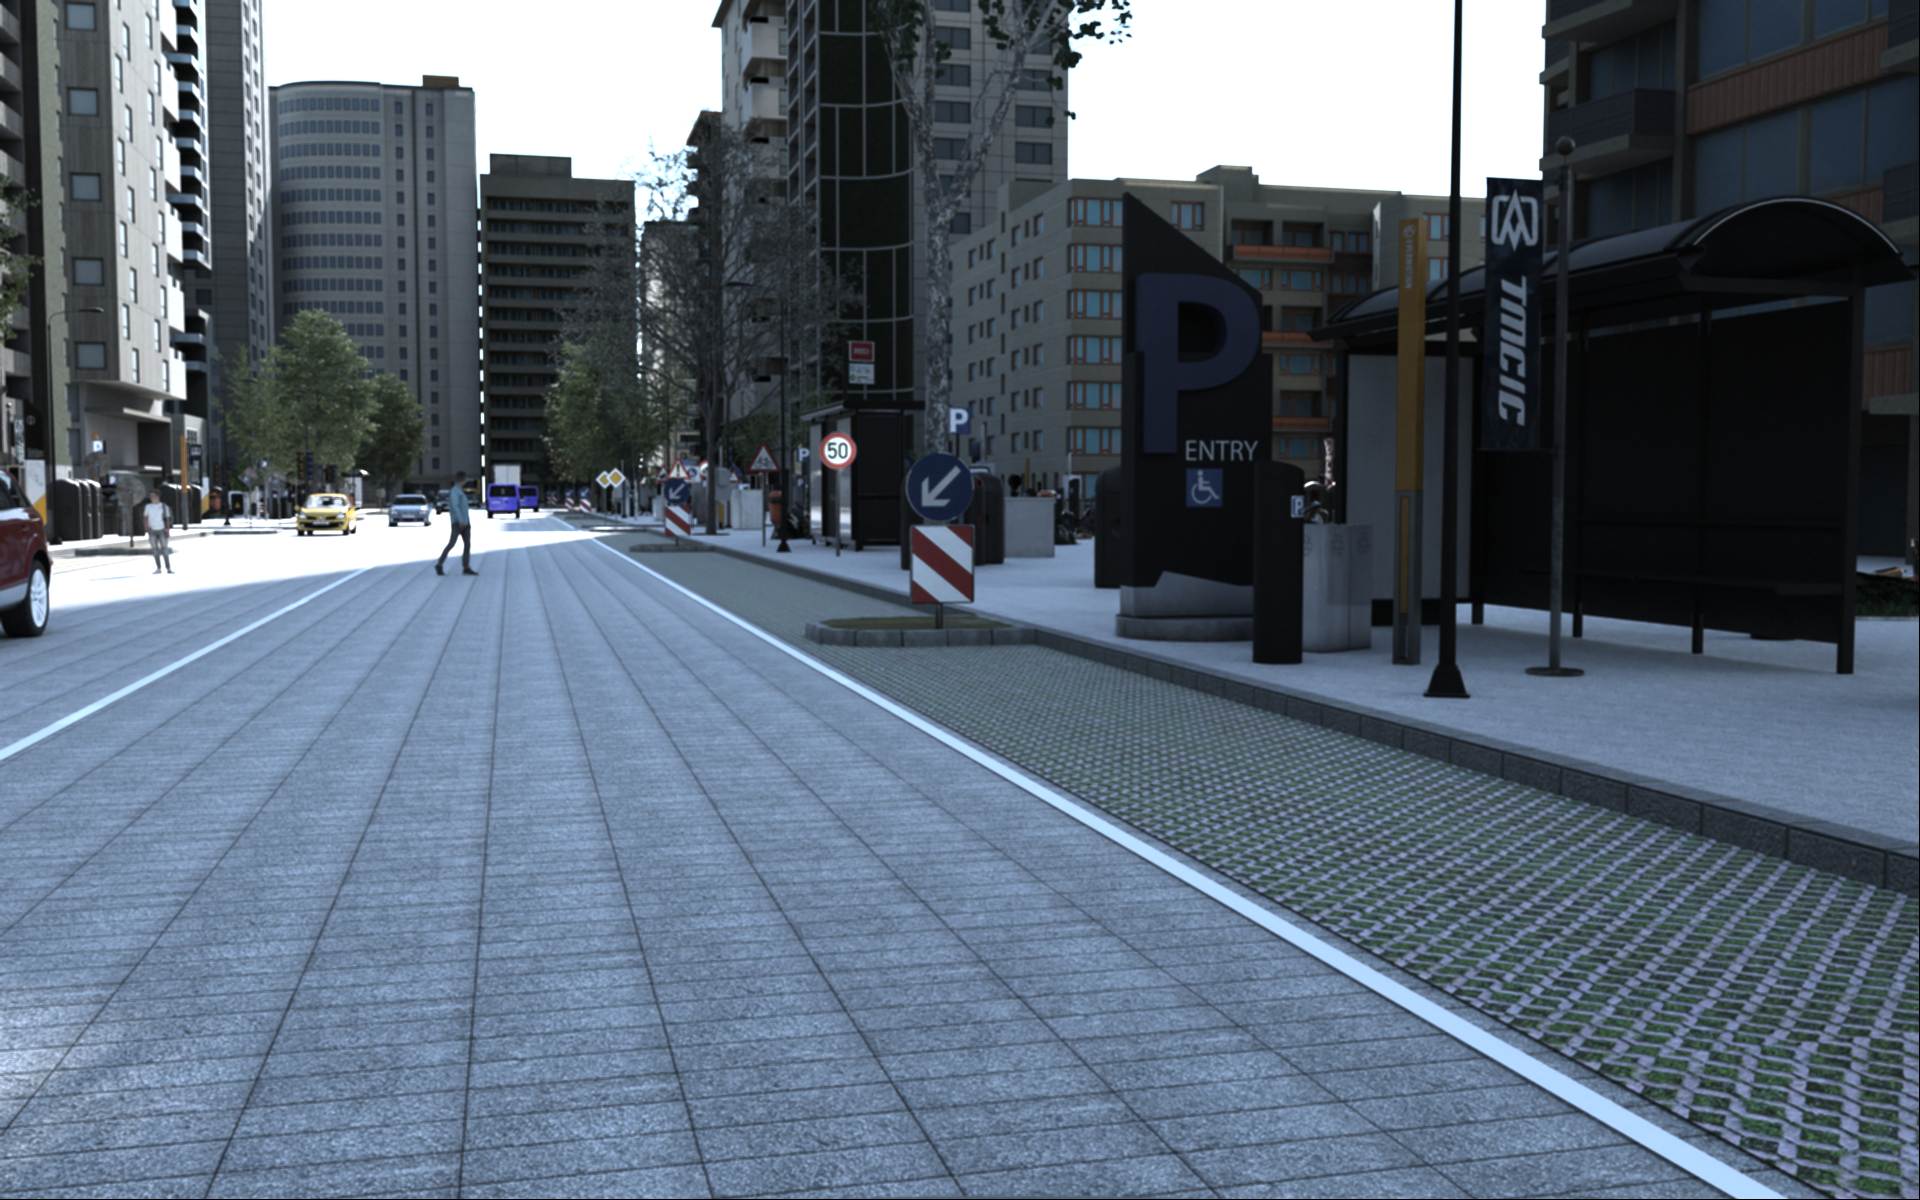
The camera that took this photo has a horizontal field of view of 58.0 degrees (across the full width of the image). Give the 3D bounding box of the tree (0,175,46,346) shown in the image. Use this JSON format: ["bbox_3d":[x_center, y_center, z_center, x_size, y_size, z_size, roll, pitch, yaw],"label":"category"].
[{"bbox_3d":[-20.976,-5.210,35.541,4.737,8.622,4.395,0,3,0],"label":"tree"}]

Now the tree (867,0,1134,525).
[{"bbox_3d":[0.920,-10.406,26.019,12.611,20.169,13.585,0,3,0],"label":"tree"}]

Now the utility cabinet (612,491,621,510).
[{"bbox_3d":[-23.592,-6.836,120.449,1.173,1.500,0.318,-3,4,-36],"label":"utility cabinet"}]

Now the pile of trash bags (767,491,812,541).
[{"bbox_3d":[-4.530,-2.405,49.067,1.912,1.369,3.447,1,4,19],"label":"pile of trash bags"}]

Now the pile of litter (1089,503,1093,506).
[{"bbox_3d":[6.046,-4.073,80.566,1.719,0.858,1.176,0,4,-6],"label":"pile of litter"}]

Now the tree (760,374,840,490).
[{"bbox_3d":[-8.542,-9.312,102.607,4.737,8.622,4.395,0,3,0],"label":"tree"}]

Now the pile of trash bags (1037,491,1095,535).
[{"bbox_3d":[4.088,-2.724,54.287,3.447,1.369,1.912,0,4,0],"label":"pile of trash bags"}]

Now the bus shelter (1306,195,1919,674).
[{"bbox_3d":[5.019,-1.255,14.445,2.014,3.302,5.546,-1,4,-14],"label":"bus shelter"}]

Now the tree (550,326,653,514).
[{"bbox_3d":[-23.206,-11.968,113.807,7.486,12.596,7.792,0,3,0],"label":"tree"}]

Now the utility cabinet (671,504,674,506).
[{"bbox_3d":[-15.081,-5.049,91.226,0.318,1.500,1.173,0,4,-5],"label":"utility cabinet"}]

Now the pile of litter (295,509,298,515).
[{"bbox_3d":[-42.027,-5.725,107.563,1.719,0.858,1.176,1,4,20],"label":"pile of litter"}]

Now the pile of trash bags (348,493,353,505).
[{"bbox_3d":[-46.477,-7.274,128.684,1.912,1.369,3.447,2,4,32],"label":"pile of trash bags"}]

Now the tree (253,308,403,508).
[{"bbox_3d":[-39.049,-11.485,105.909,7.486,12.596,7.792,0,3,0],"label":"tree"}]

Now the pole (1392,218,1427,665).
[{"bbox_3d":[3.371,-1.170,12.976,0.158,3.312,0.155,0,3,0],"label":"pole"}]

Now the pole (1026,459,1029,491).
[{"bbox_3d":[3.873,-6.480,99.790,0.158,3.312,0.155,0,3,0],"label":"pole"}]

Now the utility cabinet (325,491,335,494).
[{"bbox_3d":[-51.107,-8.036,140.067,1.173,1.500,0.318,-3,5,-43],"label":"utility cabinet"}]

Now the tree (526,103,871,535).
[{"bbox_3d":[-7.716,-8.785,54.004,12.009,13.543,11.850,0,3,0],"label":"tree"}]

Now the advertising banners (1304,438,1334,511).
[{"bbox_3d":[11.665,-3.719,56.988,0.090,3.025,2.074,-1,4,-23],"label":"advertising banners"}]

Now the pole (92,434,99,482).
[{"bbox_3d":[-29.485,-3.996,59.180,0.158,3.312,0.155,0,3,0],"label":"pole"}]

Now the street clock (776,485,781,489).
[{"bbox_3d":[-14.156,-8.015,135.607,0.358,2.002,0.471,2,4,31],"label":"street clock"}]

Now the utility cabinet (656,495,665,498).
[{"bbox_3d":[-17.730,-5.670,103.862,1.020,1.237,0.306,-1,4,-15],"label":"utility cabinet"}]

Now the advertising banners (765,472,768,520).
[{"bbox_3d":[-9.739,-5.504,86.172,0.090,3.025,2.074,0,4,5],"label":"advertising banners"}]

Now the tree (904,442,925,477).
[{"bbox_3d":[-1.208,-4.186,63.040,1.663,3.219,1.824,0,3,0],"label":"tree"}]

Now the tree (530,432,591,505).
[{"bbox_3d":[-46.262,-17.679,206.054,9.611,12.733,9.660,0,3,0],"label":"tree"}]

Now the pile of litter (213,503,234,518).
[{"bbox_3d":[-39.829,-4.856,93.357,1.176,0.858,1.719,1,4,18],"label":"pile of litter"}]

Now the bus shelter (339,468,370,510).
[{"bbox_3d":[-48.556,-8.874,139.011,2.014,3.302,5.546,-1,4,-15],"label":"bus shelter"}]

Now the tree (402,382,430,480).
[{"bbox_3d":[-53.168,-14.915,161.988,7.486,12.596,7.792,0,3,0],"label":"tree"}]

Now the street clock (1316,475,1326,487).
[{"bbox_3d":[13.637,-3.713,65.285,0.358,2.002,0.471,-1,4,-16],"label":"street clock"}]

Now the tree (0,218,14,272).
[{"bbox_3d":[-18.965,-5.625,26.374,8.767,10.594,7.601,-1,4,-18],"label":"tree"}]

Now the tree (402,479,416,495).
[{"bbox_3d":[-62.968,-12.370,196.848,1.663,3.219,1.824,0,3,0],"label":"tree"}]

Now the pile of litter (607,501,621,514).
[{"bbox_3d":[-22.179,-6.035,112.634,1.719,0.858,1.176,1,4,21],"label":"pile of litter"}]

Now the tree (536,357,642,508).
[{"bbox_3d":[-32.733,-15.185,154.935,9.857,13.997,8.962,0,3,0],"label":"tree"}]

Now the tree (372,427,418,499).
[{"bbox_3d":[-57.163,-13.604,172.788,4.737,8.622,4.395,0,3,0],"label":"tree"}]

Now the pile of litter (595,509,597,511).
[{"bbox_3d":[-27.355,-7.258,132.626,1.176,0.858,1.719,2,4,33],"label":"pile of litter"}]

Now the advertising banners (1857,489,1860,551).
[{"bbox_3d":[12.393,-1.809,25.768,0.090,3.025,2.074,-2,4,-30],"label":"advertising banners"}]

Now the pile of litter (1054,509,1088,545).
[{"bbox_3d":[2.193,-1.839,44.040,1.719,0.858,1.176,2,4,23],"label":"pile of litter"}]

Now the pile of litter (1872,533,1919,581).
[{"bbox_3d":[12.589,-0.548,22.933,1.719,0.858,1.176,0,4,-5],"label":"pile of litter"}]

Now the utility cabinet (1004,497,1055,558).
[{"bbox_3d":[1.387,-1.459,35.019,1.020,1.237,0.306,0,4,-4],"label":"utility cabinet"}]

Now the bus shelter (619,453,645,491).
[{"bbox_3d":[-26.365,-9.815,138.107,2.179,5.291,8.768,-1,4,-14],"label":"bus shelter"}]

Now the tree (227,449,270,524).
[{"bbox_3d":[-30.950,-4.906,74.814,1.663,3.219,1.824,0,3,0],"label":"tree"}]

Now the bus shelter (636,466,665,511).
[{"bbox_3d":[-22.618,-8.150,127.171,2.014,3.302,5.546,-1,4,-15],"label":"bus shelter"}]

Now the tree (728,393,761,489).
[{"bbox_3d":[-14.163,-10.455,121.304,4.737,8.622,4.395,0,3,0],"label":"tree"}]

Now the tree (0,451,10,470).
[{"bbox_3d":[-45.483,-5.387,82.671,1.663,3.219,1.824,0,3,0],"label":"tree"}]

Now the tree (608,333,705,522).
[{"bbox_3d":[-13.769,-7.844,78.618,4.737,8.622,4.395,0,3,0],"label":"tree"}]

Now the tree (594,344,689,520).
[{"bbox_3d":[-15.572,-8.188,84.237,4.360,8.622,3.978,0,3,0],"label":"tree"}]

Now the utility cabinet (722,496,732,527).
[{"bbox_3d":[-9.772,-3.908,75.065,1.020,1.237,0.306,0,4,-7],"label":"utility cabinet"}]

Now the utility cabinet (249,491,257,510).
[{"bbox_3d":[-47.722,-6.591,116.439,1.173,1.500,0.318,1,4,21],"label":"utility cabinet"}]

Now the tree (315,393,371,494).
[{"bbox_3d":[-43.642,-10.394,120.303,4.737,8.622,4.395,0,3,0],"label":"tree"}]

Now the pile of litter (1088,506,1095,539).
[{"bbox_3d":[3.334,-2.176,49.544,1.176,0.858,1.719,2,4,33],"label":"pile of litter"}]

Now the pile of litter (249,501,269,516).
[{"bbox_3d":[-41.362,-5.390,102.087,1.176,0.858,1.719,0,4,-4],"label":"pile of litter"}]

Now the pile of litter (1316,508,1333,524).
[{"bbox_3d":[10.854,-2.349,52.374,1.719,0.858,1.176,1,4,17],"label":"pile of litter"}]

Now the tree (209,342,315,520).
[{"bbox_3d":[-34.113,-8.171,83.956,4.737,8.622,4.395,0,3,0],"label":"tree"}]

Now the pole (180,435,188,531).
[{"bbox_3d":[-27.015,-4.065,60.308,0.158,3.312,0.155,0,3,0],"label":"pole"}]

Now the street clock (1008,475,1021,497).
[{"bbox_3d":[2.061,-3.708,65.193,0.471,2.002,0.358,-3,4,-36],"label":"street clock"}]
